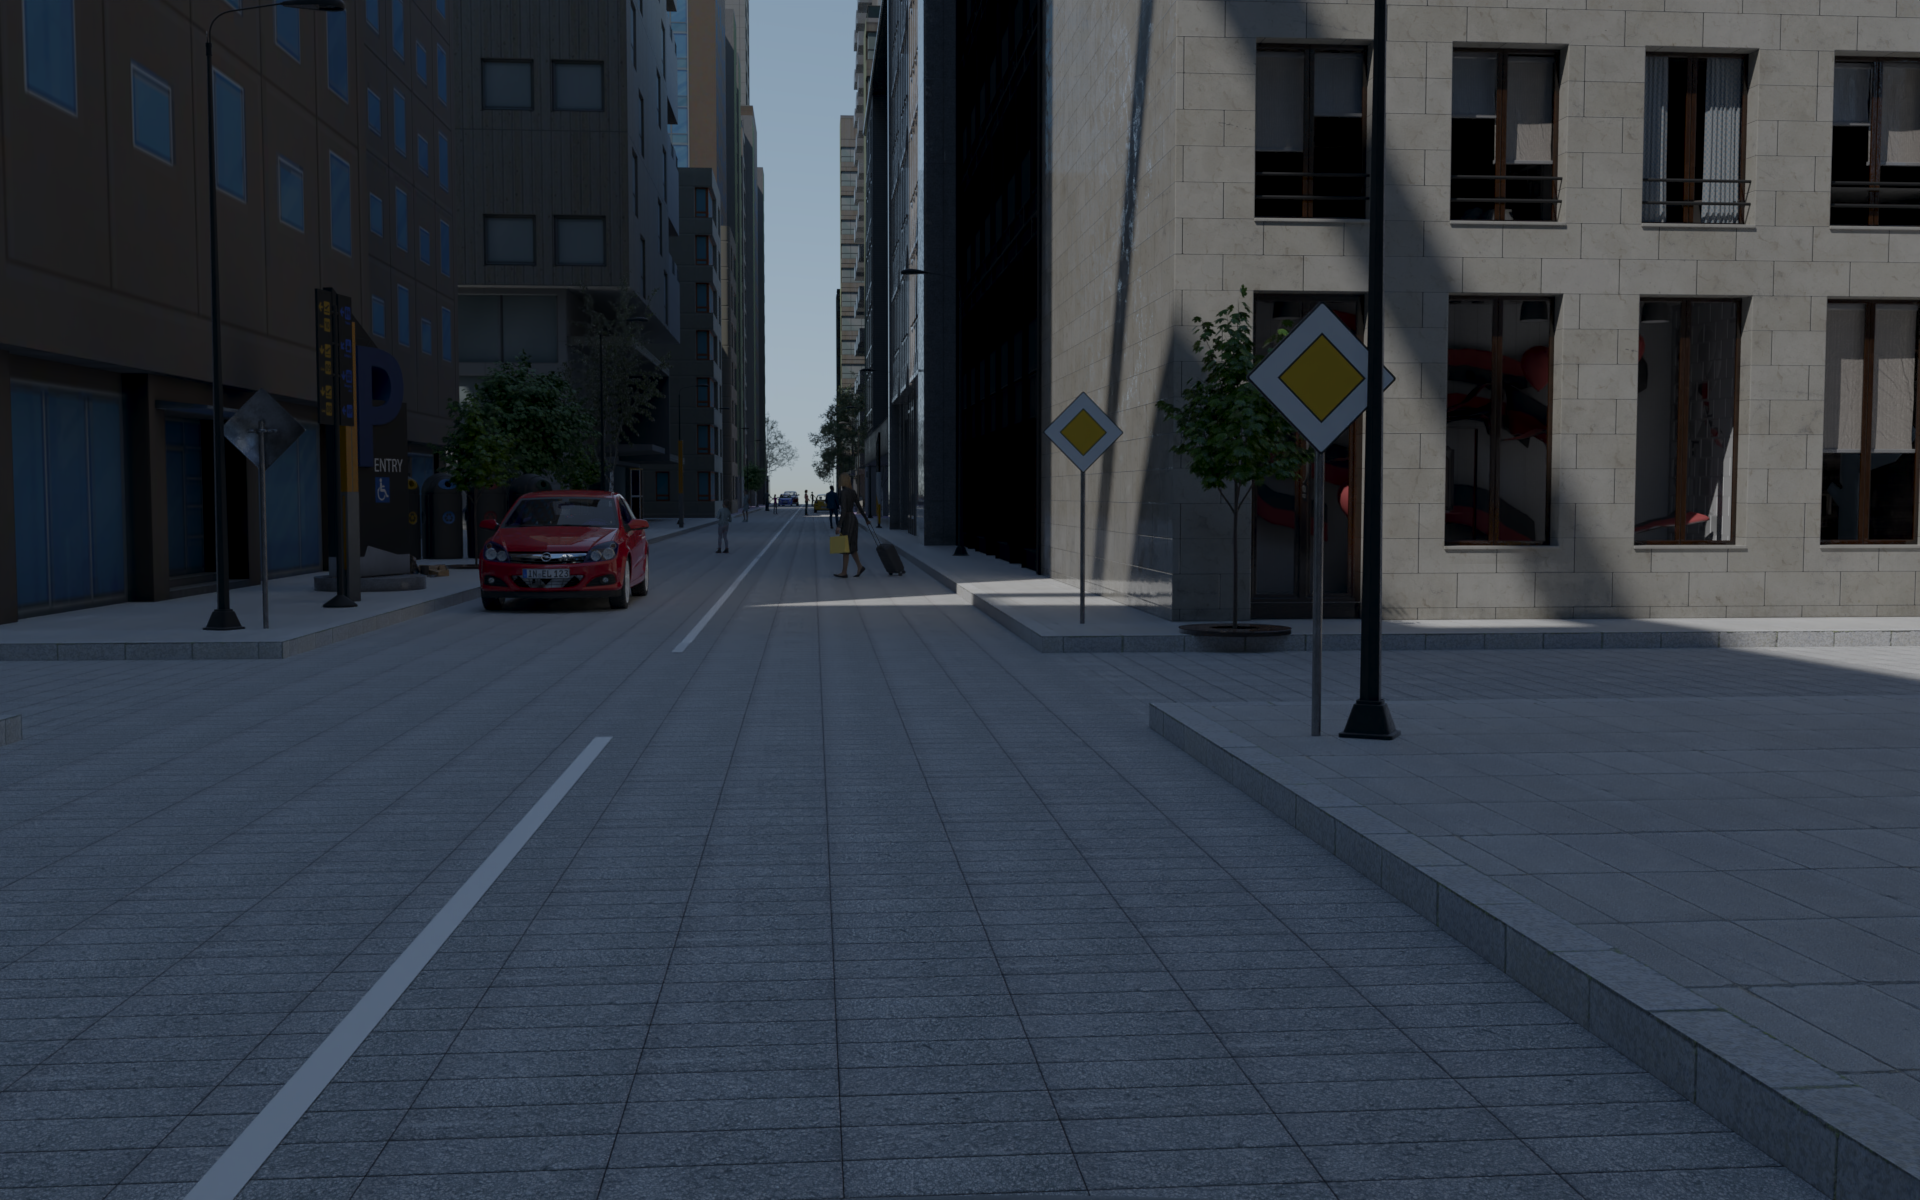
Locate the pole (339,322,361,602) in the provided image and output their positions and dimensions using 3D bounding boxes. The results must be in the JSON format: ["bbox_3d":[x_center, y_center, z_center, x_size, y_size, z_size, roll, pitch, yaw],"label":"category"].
[{"bbox_3d":[-7.276,-1.637,20.610,0.158,3.312,0.155,0,3,0],"label":"pole"}]

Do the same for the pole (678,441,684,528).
[{"bbox_3d":[-10.641,-4.416,66.043,0.158,3.312,0.155,0,3,0],"label":"pole"}]

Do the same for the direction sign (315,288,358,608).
[{"bbox_3d":[-7.045,-1.687,19.581,0.379,3.537,0.876,0,4,4],"label":"direction sign"}]

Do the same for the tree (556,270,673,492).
[{"bbox_3d":[-11.606,-6.554,57.523,4.360,8.622,3.978,0,3,0],"label":"tree"}]

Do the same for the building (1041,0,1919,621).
[{"bbox_3d":[10.071,-10.270,22.663,16.860,20.320,10.420,0,4,-5],"label":"building"}]

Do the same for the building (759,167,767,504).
[{"bbox_3d":[-30.848,-32.193,209.948,14.154,41.232,14.086,0,4,-5],"label":"building"}]

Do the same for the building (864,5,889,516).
[{"bbox_3d":[1.046,-20.518,107.172,14.160,30.474,14.107,0,4,-5],"label":"building"}]

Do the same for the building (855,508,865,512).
[{"bbox_3d":[8.560,-26.588,126.597,32.217,40.220,23.993,0,4,-5],"label":"building"}]

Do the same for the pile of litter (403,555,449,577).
[{"bbox_3d":[-8.675,-0.815,27.296,1.176,0.858,1.719,-2,4,-25],"label":"pile of litter"}]

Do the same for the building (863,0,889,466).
[{"bbox_3d":[3.250,-15.816,77.657,14.314,24.678,30.058,0,4,-5],"label":"building"}]

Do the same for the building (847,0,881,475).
[{"bbox_3d":[1.968,-32.626,153.039,23.786,49.044,30.456,0,4,-5],"label":"building"}]

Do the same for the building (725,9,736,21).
[{"bbox_3d":[-25.434,-27.986,141.158,14.154,41.232,14.086,0,4,-5],"label":"building"}]

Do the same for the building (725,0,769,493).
[{"bbox_3d":[-35.516,-48.181,226.015,20.563,71.187,20.611,0,4,-5],"label":"building"}]

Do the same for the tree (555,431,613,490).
[{"bbox_3d":[-11.420,-3.482,51.524,1.663,3.219,1.824,0,3,0],"label":"tree"}]

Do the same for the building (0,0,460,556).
[{"bbox_3d":[-21.506,-24.087,43.941,14.600,45.320,14.200,0,4,-5],"label":"building"}]

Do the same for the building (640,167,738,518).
[{"bbox_3d":[-28.115,-15.914,105.230,27.650,21.520,28.899,0,4,-5],"label":"building"}]

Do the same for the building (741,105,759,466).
[{"bbox_3d":[-29.900,-33.344,195.281,14.600,45.320,14.200,0,4,-5],"label":"building"}]

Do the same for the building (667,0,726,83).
[{"bbox_3d":[-24.325,-29.132,126.413,14.600,45.320,14.200,0,4,-5],"label":"building"}]

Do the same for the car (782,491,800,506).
[{"bbox_3d":[-20.541,-12.296,209.709,2.281,1.827,5.304,0,4,-4],"label":"car"}]

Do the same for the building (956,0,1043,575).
[{"bbox_3d":[6.689,-12.560,35.036,12.332,23.373,15.834,0,4,-5],"label":"building"}]

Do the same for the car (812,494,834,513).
[{"bbox_3d":[-10.332,-7.485,132.598,2.015,1.641,3.980,0,4,-4],"label":"car"}]

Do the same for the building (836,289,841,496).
[{"bbox_3d":[-10.427,-28.878,243.850,14.160,30.474,14.107,0,4,-5],"label":"building"}]

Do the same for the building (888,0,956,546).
[{"bbox_3d":[4.248,-14.353,52.700,12.078,24.808,19.932,0,4,-5],"label":"building"}]

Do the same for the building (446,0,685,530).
[{"bbox_3d":[-26.188,-29.540,72.214,28.713,52.752,27.495,0,4,-5],"label":"building"}]

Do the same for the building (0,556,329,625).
[{"bbox_3d":[-16.448,-22.690,21.089,14.600,45.320,14.200,0,4,-5],"label":"building"}]

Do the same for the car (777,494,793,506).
[{"bbox_3d":[-20.675,-11.944,204.878,1.945,1.707,3.694,0,4,-5],"label":"car"}]

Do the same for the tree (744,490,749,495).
[{"bbox_3d":[-21.872,-10.984,174.182,1.663,3.219,1.824,0,3,0],"label":"tree"}]

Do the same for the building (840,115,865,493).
[{"bbox_3d":[-6.169,-31.012,190.647,14.154,41.232,14.086,0,4,-5],"label":"building"}]

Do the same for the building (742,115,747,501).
[{"bbox_3d":[-26.841,-28.841,155.149,14.154,41.232,14.086,0,4,-5],"label":"building"}]

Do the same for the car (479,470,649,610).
[{"bbox_3d":[-5.150,-0.844,22.846,2.155,1.783,4.494,0,4,-5],"label":"car"}]

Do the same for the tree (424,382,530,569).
[{"bbox_3d":[-8.333,-2.154,29.813,1.663,3.219,1.824,0,3,0],"label":"tree"}]

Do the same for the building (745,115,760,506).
[{"bbox_3d":[-28.690,-30.433,181.169,14.154,41.232,14.086,0,4,-5],"label":"building"}]

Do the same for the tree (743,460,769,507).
[{"bbox_3d":[-20.017,-11.176,166.448,4.285,4.588,4.351,0,3,0],"label":"tree"}]

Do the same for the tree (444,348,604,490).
[{"bbox_3d":[-9.737,-3.377,38.923,4.285,4.588,4.351,0,3,0],"label":"tree"}]

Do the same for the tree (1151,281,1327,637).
[{"bbox_3d":[2.533,-1.296,15.795,1.663,3.219,1.824,0,3,0],"label":"tree"}]

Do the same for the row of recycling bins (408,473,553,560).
[{"bbox_3d":[-9.876,-1.674,34.476,3.534,1.692,1.069,-2,4,-34],"label":"row of recycling bins"}]
